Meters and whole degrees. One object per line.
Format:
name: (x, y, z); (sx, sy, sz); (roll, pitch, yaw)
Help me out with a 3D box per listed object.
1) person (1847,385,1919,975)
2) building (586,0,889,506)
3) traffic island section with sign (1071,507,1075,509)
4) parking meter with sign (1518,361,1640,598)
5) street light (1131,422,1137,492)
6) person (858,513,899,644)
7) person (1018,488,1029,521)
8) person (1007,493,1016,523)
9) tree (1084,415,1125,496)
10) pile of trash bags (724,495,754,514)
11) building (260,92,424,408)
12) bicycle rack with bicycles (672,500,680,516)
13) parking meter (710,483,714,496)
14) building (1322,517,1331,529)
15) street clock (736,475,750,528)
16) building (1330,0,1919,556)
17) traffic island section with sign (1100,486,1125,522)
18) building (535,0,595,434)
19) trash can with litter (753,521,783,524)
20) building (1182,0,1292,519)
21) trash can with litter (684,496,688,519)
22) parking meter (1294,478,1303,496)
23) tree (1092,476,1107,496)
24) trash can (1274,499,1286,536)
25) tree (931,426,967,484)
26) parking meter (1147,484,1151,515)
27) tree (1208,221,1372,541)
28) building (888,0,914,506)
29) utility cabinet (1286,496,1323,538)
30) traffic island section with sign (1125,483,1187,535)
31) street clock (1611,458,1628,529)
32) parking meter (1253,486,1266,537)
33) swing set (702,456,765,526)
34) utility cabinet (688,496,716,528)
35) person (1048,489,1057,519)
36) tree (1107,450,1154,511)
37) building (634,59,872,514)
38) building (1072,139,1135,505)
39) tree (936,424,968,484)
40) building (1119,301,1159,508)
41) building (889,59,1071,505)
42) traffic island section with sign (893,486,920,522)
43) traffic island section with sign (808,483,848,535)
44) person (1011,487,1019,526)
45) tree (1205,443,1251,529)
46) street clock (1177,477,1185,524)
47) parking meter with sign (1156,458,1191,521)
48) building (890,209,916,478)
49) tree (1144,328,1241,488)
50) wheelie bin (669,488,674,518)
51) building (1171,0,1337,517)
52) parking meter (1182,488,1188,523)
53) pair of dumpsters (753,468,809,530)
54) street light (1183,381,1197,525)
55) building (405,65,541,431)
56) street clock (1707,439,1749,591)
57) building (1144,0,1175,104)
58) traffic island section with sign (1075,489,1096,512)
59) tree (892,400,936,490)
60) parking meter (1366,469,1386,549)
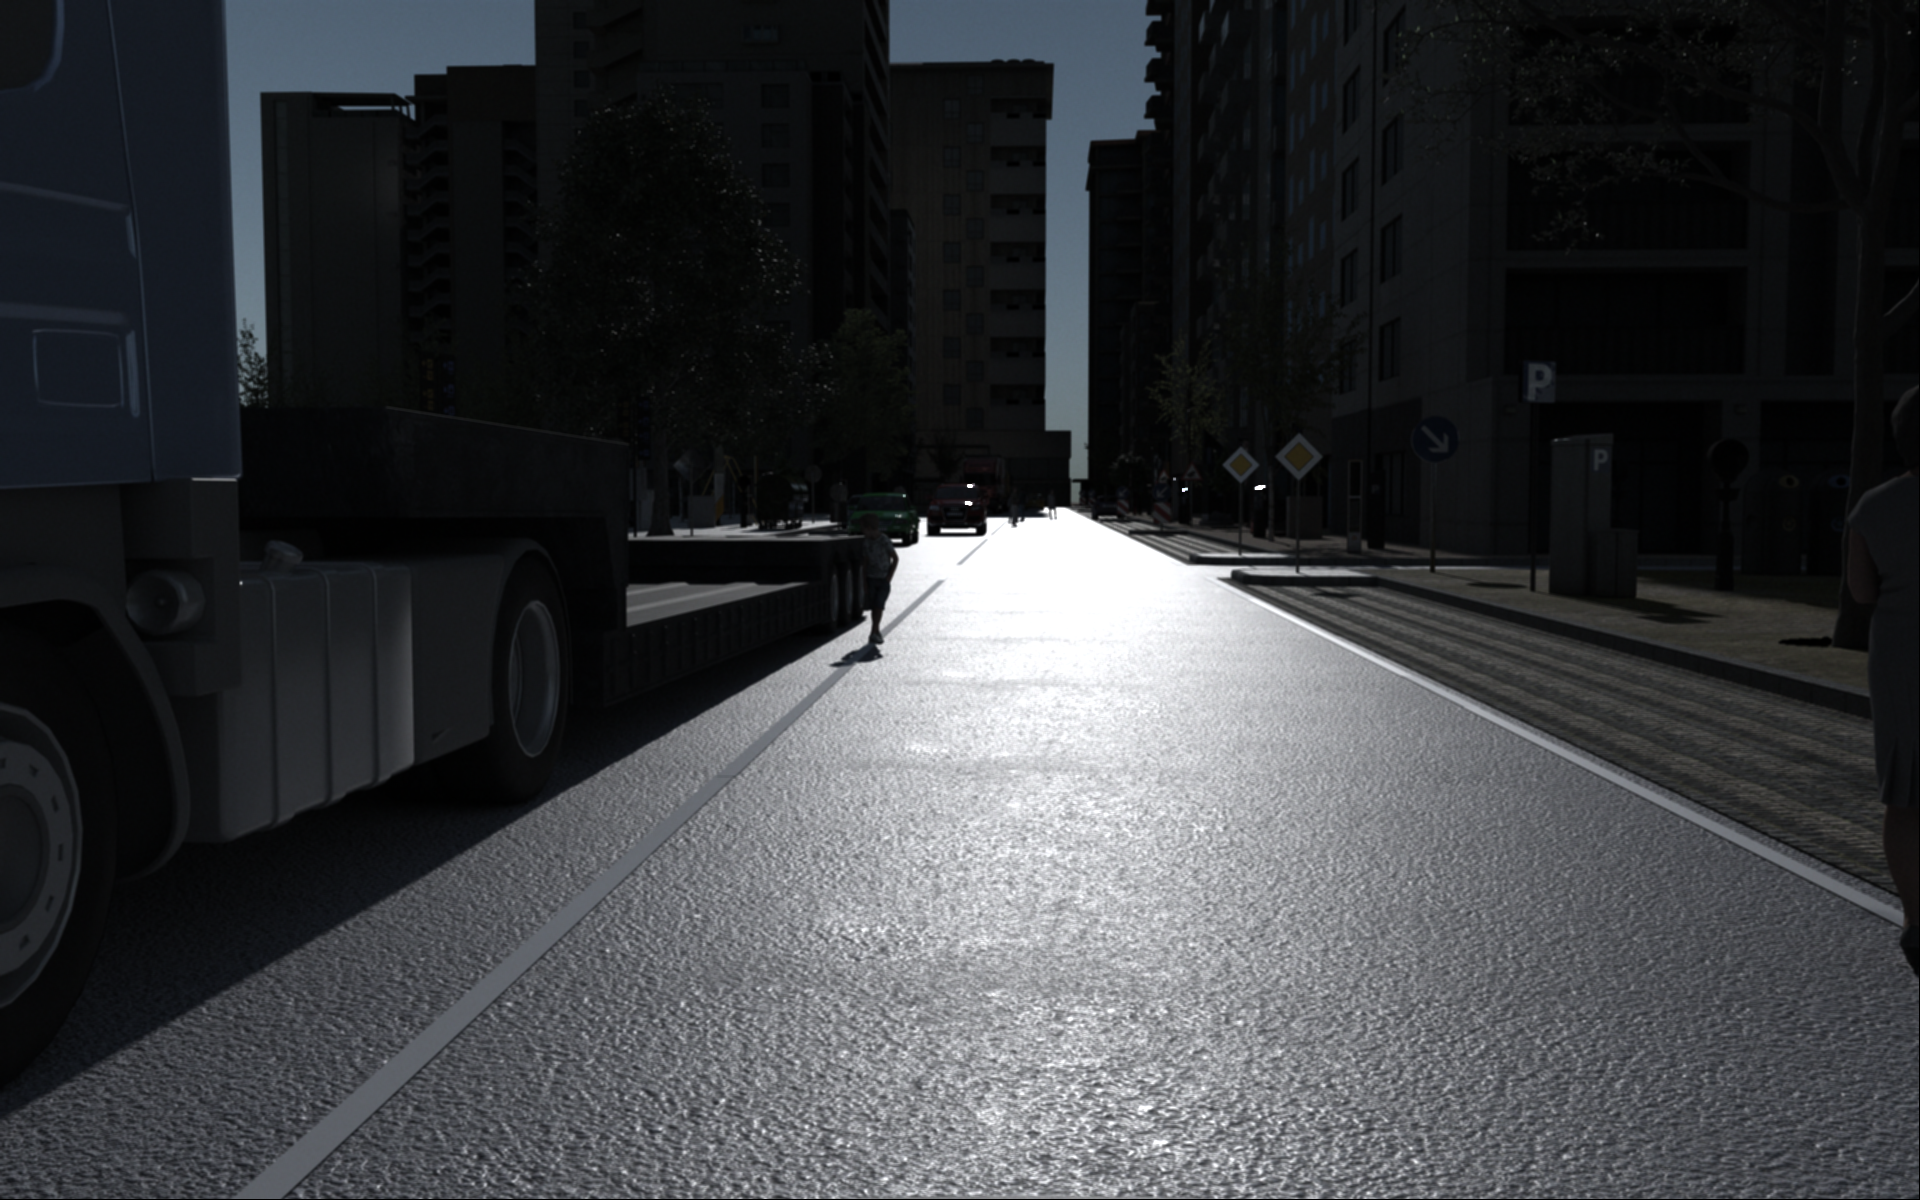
person: (3.060, 0.225, 5.175); (0.532, 1.782, 0.716); (-3, 5, -45)
building: (-17.158, -31.368, 136.567); (21.300, 48.544, 21.600); (0, 4, 3)
traffic island section with sign: (11.582, -9.585, 165.348); (1.989, 1.847, 2.006); (0, 4, 3)
parking meter with sign: (7.889, -1.576, 22.028); (0.543, 3.016, 1.738); (-1, 4, -23)
street light: (11.138, -8.430, 110.615); (0.468, 5.910, 1.993); (0, 4, 3)
person: (-0.791, -0.214, 16.688); (0.352, 1.250, 0.332); (-2, 4, -29)
person: (3.305, -5.074, 91.804); (0.721, 1.781, 0.623); (3, 4, 36)
person: (2.593, -4.586, 86.073); (0.503, 1.515, 0.523); (0, 4, -7)
tree: (13.599, -12.913, 161.492); (4.737, 8.622, 4.395); (0, 3, 0)
pile of trash bags: (-14.720, -6.178, 110.769); (3.447, 1.369, 1.912); (2, 4, 25)
building: (-62.224, -30.327, 179.438); (14.086, 41.232, 14.154); (0, 4, 3)
bicycle rack with bicycles: (-15.894, -5.377, 101.292); (2.925, 0.926, 2.852); (-2, 4, -34)
parking meter: (-12.646, -5.083, 88.811); (0.255, 1.863, 0.399); (1, 4, 18)
building: (20.202, -25.352, 64.622); (14.600, 45.320, 14.200); (0, 4, 3)
street clock: (-8.267, -3.764, 66.112); (0.471, 2.002, 0.358); (-2, 4, -33)
building: (21.803, -37.034, 43.758); (20.611, 71.187, 20.563); (0, 4, 3)
traffic island section with sign: (8.218, -4.914, 88.971); (1.989, 1.847, 2.006); (0, 4, 3)
building: (-29.418, -44.979, 173.652); (20.611, 71.187, 20.563); (0, 4, 3)
trash can with litter: (-8.527, -3.961, 75.822); (1.678, 1.210, 2.233); (1, 4, 21)
building: (24.923, -29.052, 94.601); (23.786, 49.044, 30.456); (0, 4, 3)
trash can with litter: (-14.084, -4.774, 89.440); (0.624, 1.170, 1.055); (0, 4, -1)
parking meter: (12.049, -3.424, 61.687); (0.255, 1.863, 0.399); (2, 4, 29)
tree: (13.970, -10.710, 169.710); (1.663, 3.219, 1.824); (0, 3, 0)
trash can: (9.797, -2.513, 52.733); (0.748, 1.137, 0.748); (0, 3, 0)
tree: (-1.314, -14.628, 189.533); (4.737, 8.622, 4.395); (0, 3, 0)
parking meter: (11.506, -6.093, 105.339); (0.255, 1.863, 0.399); (0, 4, 6)
tree: (8.603, -5.895, 46.746); (4.737, 8.622, 4.395); (0, 3, 0)
building: (-14.754, -43.981, 157.348); (20.563, 71.187, 20.611); (0, 4, 3)
utility cabinet: (10.060, -2.412, 50.603); (1.020, 1.237, 0.306); (-1, 4, -10)
traffic island section with sign: (6.999, -3.228, 61.403); (1.989, 1.847, 2.006); (0, 4, 3)
street clock: (13.381, -1.875, 35.234); (0.358, 2.002, 0.471); (0, 4, 0)
parking meter: (8.909, -2.635, 51.497); (0.372, 1.533, 0.369); (0, 3, 0)
swing set: (-9.658, -4.546, 71.955); (2.862, 2.851, 3.119); (0, 4, 0)
utility cabinet: (-9.836, -3.352, 65.963); (1.020, 1.237, 0.306); (0, 4, 1)
person: (5.228, -5.442, 98.486); (0.512, 1.701, 0.522); (-2, 4, -26)
tree: (12.648, -8.841, 128.264); (4.285, 4.588, 4.351); (0, 3, 0)
building: (-13.754, -21.250, 119.131); (14.160, 30.474, 14.107); (0, 4, 3)
building: (28.005, -33.807, 207.363); (28.867, 44.769, 22.147); (0, 4, 3)
tree: (-1.691, -13.971, 178.787); (4.360, 8.622, 3.978); (0, 3, 0)
building: (30.155, -19.827, 169.209); (27.650, 21.520, 28.899); (0, 4, 3)
building: (-0.330, -38.081, 211.866); (27.495, 52.752, 28.713); (0, 4, 3)
traffic island section with sign: (-3.065, -4.923, 89.114); (1.989, 1.847, 2.006); (0, 4, 3)
traffic island section with sign: (-4.283, -3.234, 61.510); (1.989, 1.847, 2.006); (0, 4, 3)
person: (2.476, -4.188, 77.522); (0.362, 1.759, 0.519); (1, 4, 12)
tree: (9.610, -4.210, 63.433); (1.663, 3.219, 1.824); (0, 3, 0)
street clock: (9.549, -4.298, 74.834); (0.358, 2.002, 0.471); (0, 4, 3)
parking meter with sign: (10.382, -5.361, 83.912); (1.738, 3.016, 0.543); (2, 4, 30)
building: (-11.682, -24.835, 177.748); (14.107, 30.474, 14.160); (0, 4, 3)
tree: (10.461, -7.796, 77.830); (4.360, 8.622, 3.978); (0, 3, 0)
wheelie bin: (-15.454, -5.083, 91.010); (0.980, 1.594, 0.693); (-3, 5, -40)
building: (22.062, -28.641, 118.390); (14.600, 45.320, 14.200); (0, 4, 3)
parking meter: (9.823, -4.113, 75.658); (0.372, 1.533, 0.369); (0, 3, 0)
pair of dumpsters: (-6.591, -3.740, 63.641); (1.574, 2.255, 4.437); (0, 4, 2)
street light: (9.353, -5.988, 70.685); (0.468, 5.910, 1.993); (0, 4, 3)
building: (-47.492, -32.337, 178.823); (14.200, 45.320, 14.600); (0, 4, 3)
street clock: (10.165, -1.126, 22.979); (0.471, 2.002, 0.358); (0, 4, 8)
building: (26.257, -29.675, 139.813); (22.147, 44.769, 28.867); (0, 4, 3)
traffic island section with sign: (10.396, -7.931, 138.293); (1.989, 1.847, 2.006); (0, 4, 3)
tree: (-4.405, -11.178, 133.128); (4.360, 8.622, 3.978); (0, 3, 0)
parking meter: (9.788, -2.144, 40.769); (0.399, 1.863, 0.255); (2, 4, 28)
